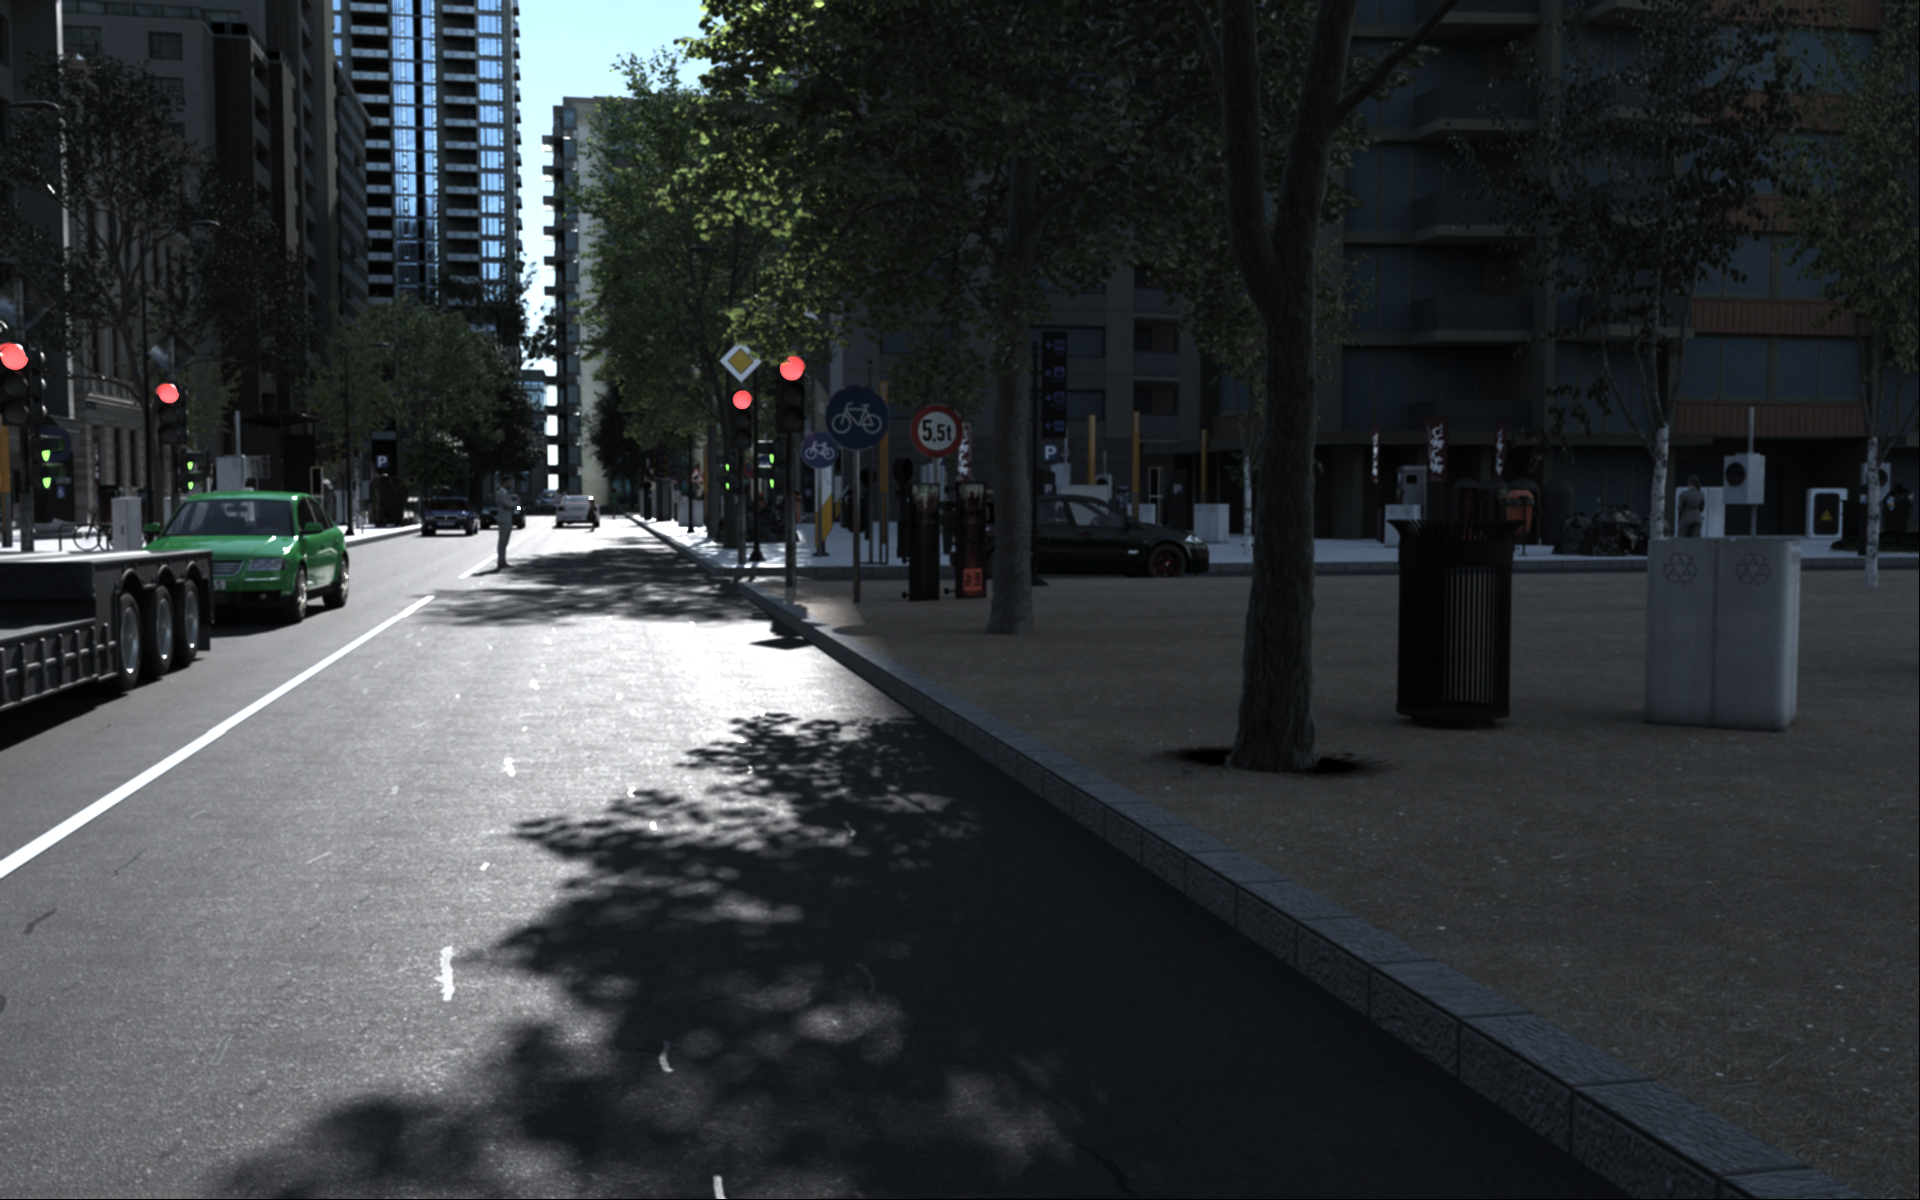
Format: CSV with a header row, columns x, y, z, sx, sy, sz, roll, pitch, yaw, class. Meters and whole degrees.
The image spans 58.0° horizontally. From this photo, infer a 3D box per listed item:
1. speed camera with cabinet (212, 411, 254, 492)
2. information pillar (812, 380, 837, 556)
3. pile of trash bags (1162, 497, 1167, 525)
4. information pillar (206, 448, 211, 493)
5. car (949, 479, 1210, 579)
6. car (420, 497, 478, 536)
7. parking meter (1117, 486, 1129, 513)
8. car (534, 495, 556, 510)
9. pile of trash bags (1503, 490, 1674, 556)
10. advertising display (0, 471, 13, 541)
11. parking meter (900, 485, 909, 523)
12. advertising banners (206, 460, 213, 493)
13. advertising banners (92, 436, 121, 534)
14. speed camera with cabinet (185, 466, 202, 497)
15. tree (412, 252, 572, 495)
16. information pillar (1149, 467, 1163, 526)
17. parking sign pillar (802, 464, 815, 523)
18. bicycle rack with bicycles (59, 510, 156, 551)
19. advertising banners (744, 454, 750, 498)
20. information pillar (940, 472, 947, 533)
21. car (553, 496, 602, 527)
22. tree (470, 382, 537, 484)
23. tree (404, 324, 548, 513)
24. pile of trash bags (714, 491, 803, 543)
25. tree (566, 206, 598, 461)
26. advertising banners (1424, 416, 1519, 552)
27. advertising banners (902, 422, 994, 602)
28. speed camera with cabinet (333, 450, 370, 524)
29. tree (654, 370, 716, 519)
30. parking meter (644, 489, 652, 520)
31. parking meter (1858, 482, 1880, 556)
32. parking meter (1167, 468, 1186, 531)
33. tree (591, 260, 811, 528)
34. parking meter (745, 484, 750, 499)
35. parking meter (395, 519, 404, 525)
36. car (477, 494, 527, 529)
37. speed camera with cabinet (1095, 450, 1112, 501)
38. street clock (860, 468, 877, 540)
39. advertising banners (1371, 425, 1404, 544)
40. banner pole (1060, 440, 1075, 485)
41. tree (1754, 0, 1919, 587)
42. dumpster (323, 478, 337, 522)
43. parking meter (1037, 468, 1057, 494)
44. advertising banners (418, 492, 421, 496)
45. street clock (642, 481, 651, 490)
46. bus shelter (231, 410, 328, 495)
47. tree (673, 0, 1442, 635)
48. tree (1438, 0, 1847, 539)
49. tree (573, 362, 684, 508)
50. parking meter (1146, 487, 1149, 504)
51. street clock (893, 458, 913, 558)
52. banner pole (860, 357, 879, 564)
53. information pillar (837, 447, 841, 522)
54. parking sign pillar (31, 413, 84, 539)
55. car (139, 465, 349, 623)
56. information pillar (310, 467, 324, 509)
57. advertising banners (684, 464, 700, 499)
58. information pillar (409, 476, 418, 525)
x,y,z,sx,sy,sz,roll,pitch,yaw,class
-17.478,-2.901,41.760,0.660,3.252,2.038,-1,4,-14,speed camera with cabinet
-2.834,-2.720,35.825,0.183,3.616,0.504,2,4,33,information pillar
9.718,-3.842,72.570,3.447,1.369,1.912,2,4,28,pile of trash bags
-37.356,-5.795,86.107,0.183,3.616,0.504,-1,4,-13,information pillar
1.920,-1.113,27.981,4.222,1.686,2.009,-1,4,-11,car
-17.877,-2.944,60.716,1.945,1.354,3.894,-1,4,-12,car
4.857,-2.642,51.603,0.372,1.533,0.369,0,3,0,parking meter
-37.211,-8.767,155.699,2.083,1.381,4.827,-1,4,-13,car
13.087,-1.626,36.334,3.447,1.369,1.912,0,4,-6,pile of trash bags
-26.145,-2.543,46.794,0.974,1.923,0.123,-3,4,-37,advertising display
-1.218,-1.970,40.625,0.372,1.533,0.369,0,3,0,parking meter
-39.028,-5.741,90.048,0.090,3.025,2.074,-2,4,-33,advertising banners
-26.089,-3.472,52.962,0.090,3.025,2.074,0,4,-6,advertising banners
-31.653,-4.823,73.197,2.038,3.252,0.660,-1,4,-21,speed camera with cabinet
-34.667,-16.977,133.464,12.611,20.169,13.585,0,3,0,tree
5.335,-2.617,47.281,0.304,2.012,0.304,1,4,22,information pillar
-6.329,-5.370,76.278,1.447,3.967,1.447,2,4,27,parking sign pillar
-18.772,-1.578,39.187,2.852,0.926,2.925,2,4,32,bicycle rack with bicycles
-9.319,-4.868,75.778,0.090,3.025,2.074,0,4,-1,advertising banners
-0.624,-3.225,57.219,0.304,2.012,0.304,-1,4,-20,information pillar
-16.752,-3.886,75.898,2.083,1.381,4.827,-1,4,-12,car
-43.173,-14.919,162.059,7.486,12.596,7.792,0,3,0,tree
-32.810,-12.261,117.482,9.611,12.733,9.660,0,3,0,tree
-5.189,-2.279,47.011,1.912,1.369,3.447,1,4,20,pile of trash bags
-7.577,-8.071,50.088,7.486,12.596,7.792,0,3,0,tree
11.375,-2.590,38.530,2.074,3.025,0.090,1,4,13,advertising banners
0.111,-1.531,21.218,2.074,3.025,0.090,-3,5,-41,advertising banners
-26.400,-4.887,74.232,2.038,3.252,0.660,1,4,10,speed camera with cabinet
-14.584,-8.465,88.762,4.737,8.622,4.395,0,3,0,tree
-15.421,-4.716,85.522,0.372,1.533,0.369,0,3,0,parking meter
18.892,-1.687,35.992,0.372,1.533,0.369,0,3,0,parking meter
4.901,-2.055,39.306,0.399,1.863,0.255,0,4,-1,parking meter
-9.117,-7.986,64.985,7.601,10.594,8.767,-2,4,-24,tree
-12.159,-5.709,99.056,0.255,1.863,0.399,-1,4,-9,parking meter
-23.107,-3.849,71.341,0.372,1.533,0.369,0,3,0,parking meter
-18.983,-3.799,71.905,2.009,1.686,4.222,-1,4,-12,car
5.811,-5.138,78.345,2.038,3.252,0.660,1,4,18,speed camera with cabinet
-2.575,-2.691,48.572,0.471,2.002,0.358,0,4,1,street clock
11.083,-2.984,44.975,0.090,3.025,2.074,3,4,38,advertising banners
5.041,-5.525,80.353,0.863,3.779,0.401,0,3,0,banner pole
12.670,-4.473,23.494,4.737,8.622,4.395,0,3,0,tree
-21.196,-3.119,56.746,1.264,1.857,1.865,-1,4,-12,dumpster
1.957,-2.047,39.179,0.399,1.863,0.255,-1,4,-22,parking meter
-30.981,-6.417,101.102,2.074,3.025,0.090,1,4,16,advertising banners
-17.662,-5.697,97.723,0.471,2.002,0.358,-3,5,-44,street clock
-20.054,-3.670,51.290,1.731,3.624,6.357,-1,4,-12,bus shelter
0.830,-5.977,15.848,7.486,12.596,7.792,0,3,0,tree
7.691,-4.211,19.213,4.360,8.622,3.978,0,3,0,tree
-30.160,-15.177,158.508,12.009,13.543,11.850,0,3,0,tree
6.479,-3.064,58.515,0.372,1.533,0.369,0,3,0,parking meter
-1.150,-1.855,34.902,0.358,2.002,0.471,2,4,26,street clock
-1.650,-2.562,31.900,0.401,3.779,0.863,0,4,-4,banner pole
-5.555,-5.349,78.810,0.183,3.616,0.504,2,4,25,information pillar
-26.124,-3.758,49.909,1.447,3.967,1.447,0,4,6,parking sign pillar
-8.458,-0.718,20.538,1.959,1.807,4.718,-1,4,-10,car
-17.348,-2.586,46.774,0.304,2.012,0.304,-1,4,-15,information pillar
-15.578,-6.393,100.708,0.090,3.025,2.074,-2,4,-34,advertising banners
-22.724,-4.128,71.988,0.304,2.012,0.304,0,4,1,information pillar
